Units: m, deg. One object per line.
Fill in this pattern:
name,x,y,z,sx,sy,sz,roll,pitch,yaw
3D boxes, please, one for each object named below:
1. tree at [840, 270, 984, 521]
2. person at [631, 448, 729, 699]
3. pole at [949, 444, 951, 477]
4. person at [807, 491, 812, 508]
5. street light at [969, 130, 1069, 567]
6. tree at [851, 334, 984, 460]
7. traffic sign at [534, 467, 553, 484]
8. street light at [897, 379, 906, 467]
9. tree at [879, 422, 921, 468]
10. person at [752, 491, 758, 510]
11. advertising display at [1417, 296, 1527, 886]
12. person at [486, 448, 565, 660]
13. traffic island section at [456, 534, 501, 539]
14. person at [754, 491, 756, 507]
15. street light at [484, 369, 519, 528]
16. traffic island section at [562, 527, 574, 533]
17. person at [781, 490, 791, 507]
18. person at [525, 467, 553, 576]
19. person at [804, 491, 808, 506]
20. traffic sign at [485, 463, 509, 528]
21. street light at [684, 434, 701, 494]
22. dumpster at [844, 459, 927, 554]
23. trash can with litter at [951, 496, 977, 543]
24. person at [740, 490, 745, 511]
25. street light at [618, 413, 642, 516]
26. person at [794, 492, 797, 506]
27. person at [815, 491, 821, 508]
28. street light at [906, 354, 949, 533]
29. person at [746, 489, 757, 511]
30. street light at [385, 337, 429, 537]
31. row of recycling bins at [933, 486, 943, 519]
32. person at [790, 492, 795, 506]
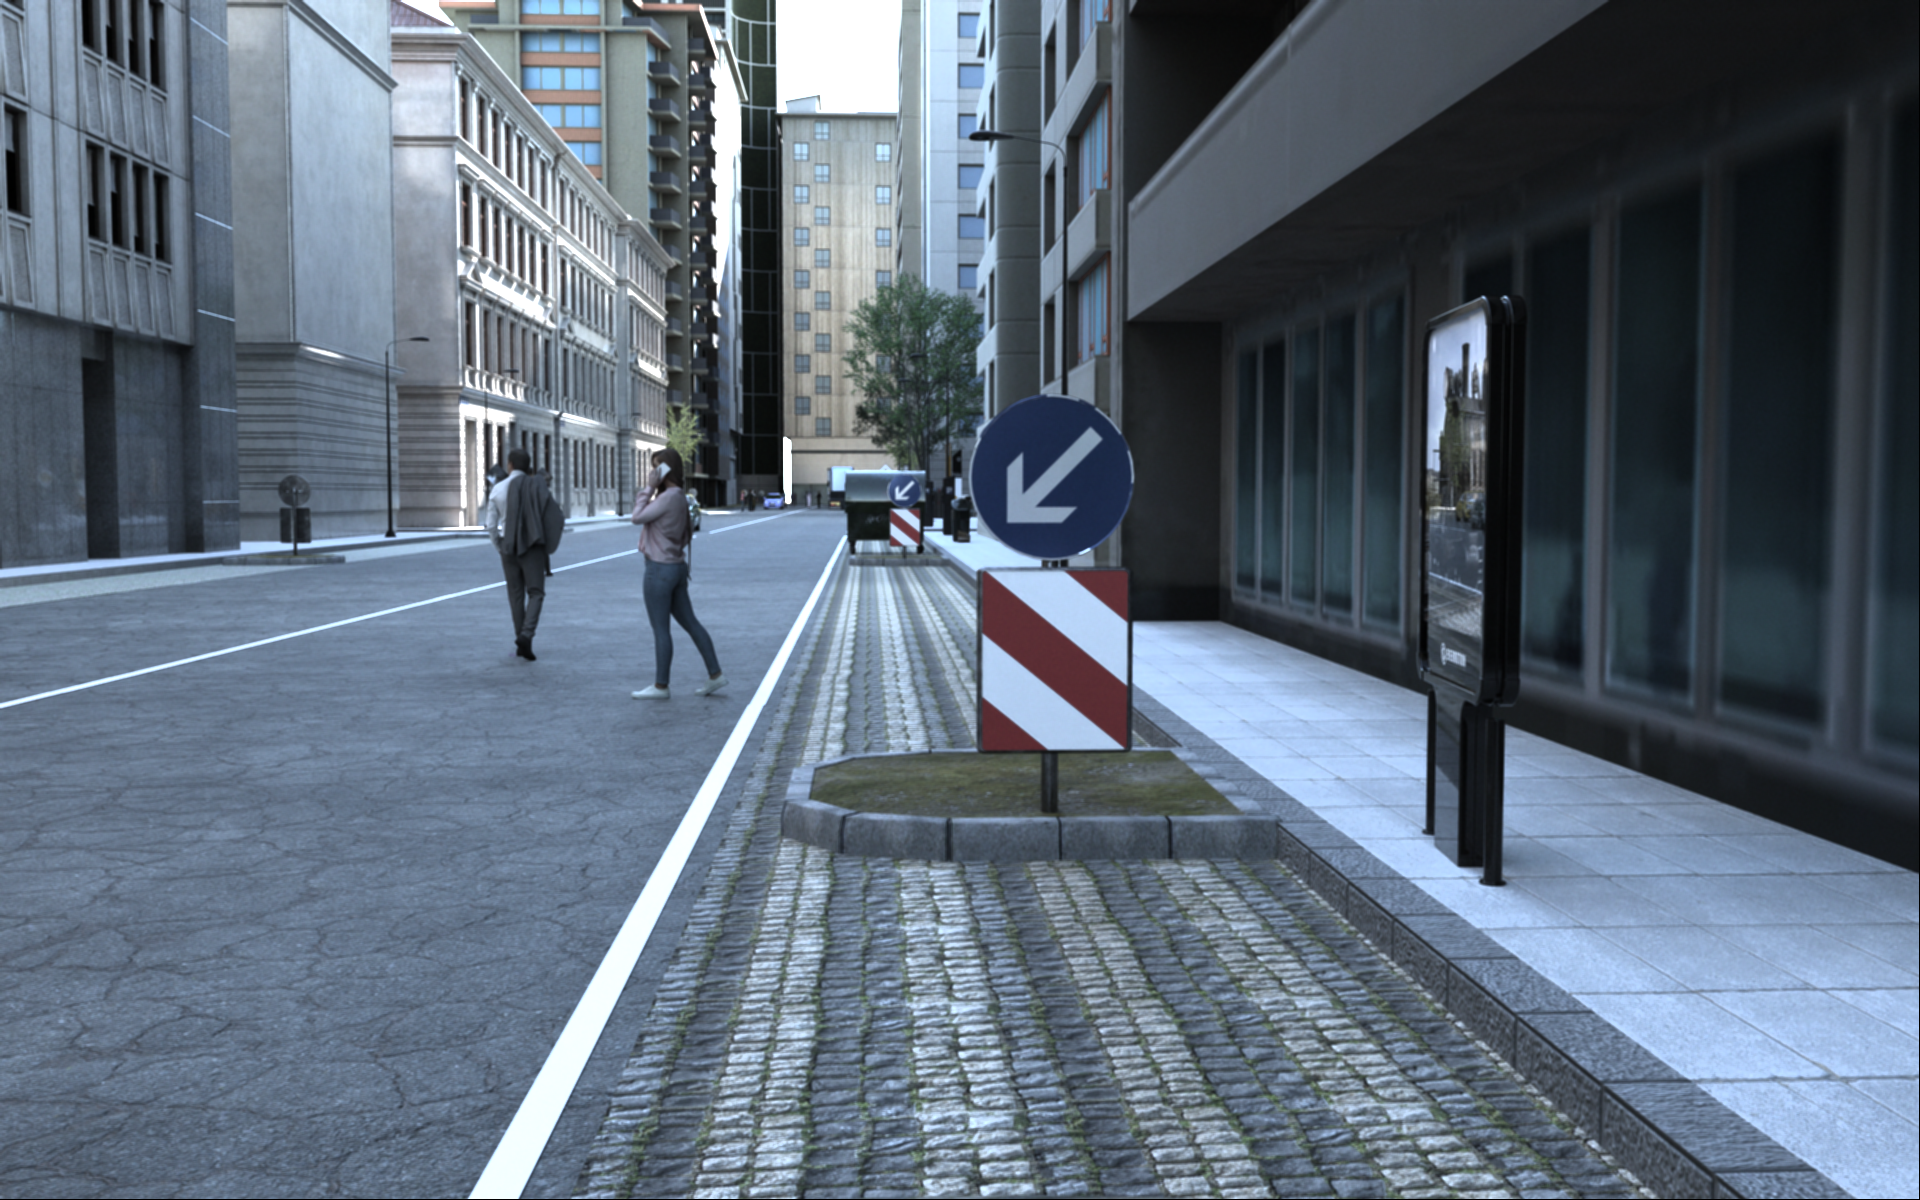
tree,-1.882,-9.541,81.745,9.928,11.665,9.643,0,3,0
person,-1.978,-0.189,12.183,0.643,1.750,0.593,0,4,7
pole,-0.471,-4.667,70.141,0.158,3.312,0.155,0,3,0
person,-15.103,-10.061,173.663,0.551,1.740,0.621,0,4,7
street light,0.814,-3.044,22.313,1.470,5.913,1.316,0,4,-3
tree,-2.365,-10.091,99.401,8.767,10.594,7.601,1,4,10
traffic sign,-15.612,-3.740,64.795,0.795,2.450,0.064,0,4,-3
street light,-1.818,-5.955,69.903,1.470,5.913,1.316,0,4,-3
tree,-4.723,-11.916,145.185,4.737,8.622,4.395,0,3,0
person,-18.009,-8.679,151.127,0.721,1.736,1.217,2,4,30
advertising display,1.773,-0.053,6.073,0.123,1.923,0.974,0,4,3
person,-3.790,-0.400,15.136,0.679,1.850,0.850,0,4,-4
traffic island section,-15.212,-2.116,56.882,2.009,0.180,2.903,0,4,-3
person,-20.802,-10.185,175.735,0.721,1.736,1.217,-2,4,-27
street light,-17.085,-5.627,64.535,1.470,5.913,1.316,0,4,-3
traffic island section,-15.635,-2.604,64.856,2.009,0.180,2.903,0,4,-3
person,-18.678,-10.781,184.749,1.348,1.826,0.705,-2,4,-26
person,-7.441,-1.364,30.172,0.648,1.900,0.474,-1,4,-11
person,-18.197,-12.047,205.550,0.705,1.814,1.350,-2,4,-25
traffic sign,-15.189,-3.253,56.821,0.795,2.450,0.064,0,4,-3
street light,-20.773,-9.885,134.167,1.470,5.913,1.316,0,4,-3
dumpster,-1.771,-2.226,41.347,1.985,2.255,1.502,0,4,-2
trash can with litter,0.113,-2.125,46.132,0.624,1.170,1.055,-1,4,-10
person,-18.012,-8.169,142.781,0.721,1.743,1.217,0,4,-6
street light,-18.923,-7.752,99.293,1.470,5.913,1.316,0,4,-3
person,-20.679,-12.663,217.011,0.415,1.643,0.593,-1,4,-8
person,-14.485,-10.267,176.881,0.721,1.766,1.217,2,4,28
street light,-0.953,-5.197,57.504,1.470,5.913,1.316,0,4,-3
person,-17.525,-8.360,145.212,1.348,1.821,0.705,3,4,38
street light,-16.368,-4.815,51.267,1.470,5.913,1.316,0,4,-3
row of recycling bins,-0.962,-5.139,91.133,1.069,1.692,3.534,-2,4,-26
person,-19.449,-11.707,200.822,0.541,1.710,0.530,0,4,1
